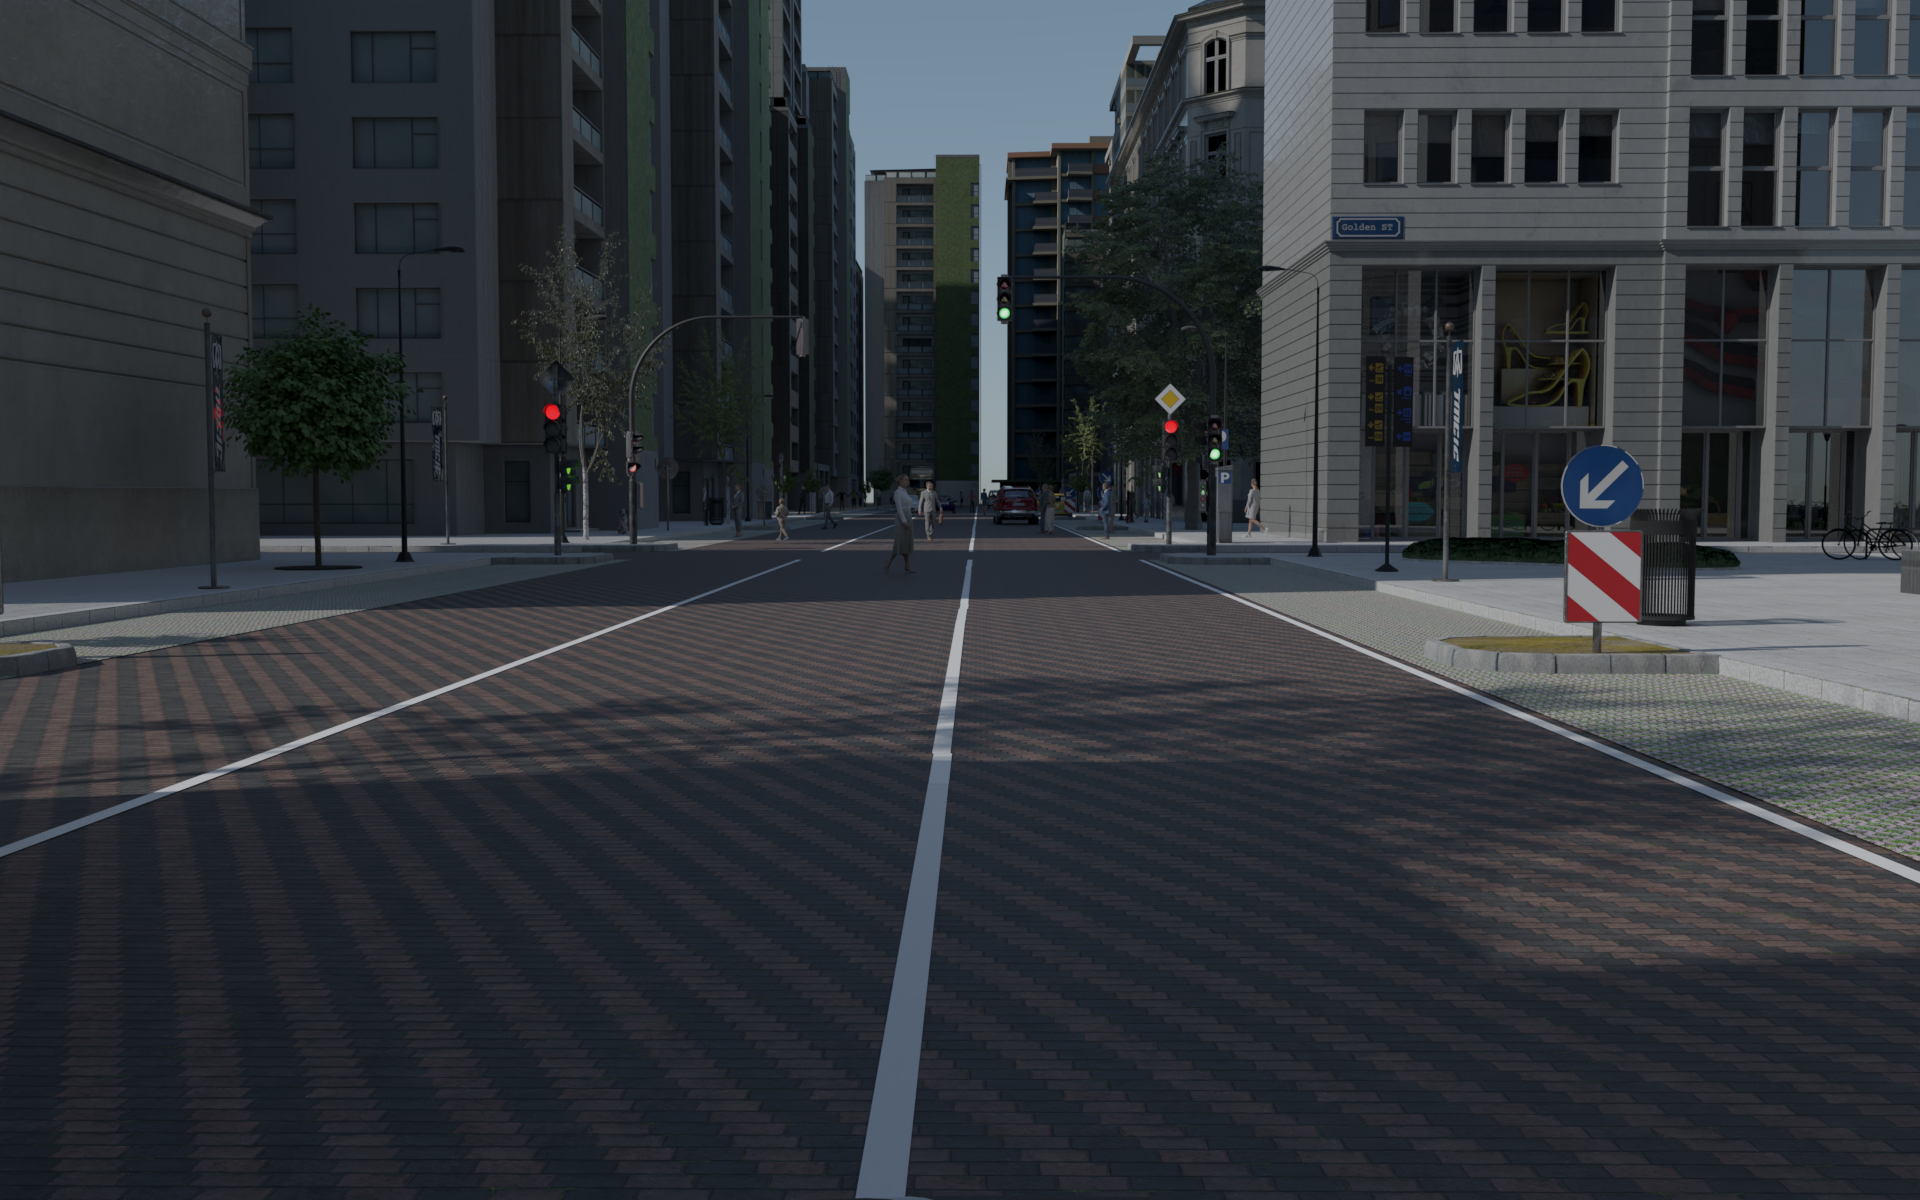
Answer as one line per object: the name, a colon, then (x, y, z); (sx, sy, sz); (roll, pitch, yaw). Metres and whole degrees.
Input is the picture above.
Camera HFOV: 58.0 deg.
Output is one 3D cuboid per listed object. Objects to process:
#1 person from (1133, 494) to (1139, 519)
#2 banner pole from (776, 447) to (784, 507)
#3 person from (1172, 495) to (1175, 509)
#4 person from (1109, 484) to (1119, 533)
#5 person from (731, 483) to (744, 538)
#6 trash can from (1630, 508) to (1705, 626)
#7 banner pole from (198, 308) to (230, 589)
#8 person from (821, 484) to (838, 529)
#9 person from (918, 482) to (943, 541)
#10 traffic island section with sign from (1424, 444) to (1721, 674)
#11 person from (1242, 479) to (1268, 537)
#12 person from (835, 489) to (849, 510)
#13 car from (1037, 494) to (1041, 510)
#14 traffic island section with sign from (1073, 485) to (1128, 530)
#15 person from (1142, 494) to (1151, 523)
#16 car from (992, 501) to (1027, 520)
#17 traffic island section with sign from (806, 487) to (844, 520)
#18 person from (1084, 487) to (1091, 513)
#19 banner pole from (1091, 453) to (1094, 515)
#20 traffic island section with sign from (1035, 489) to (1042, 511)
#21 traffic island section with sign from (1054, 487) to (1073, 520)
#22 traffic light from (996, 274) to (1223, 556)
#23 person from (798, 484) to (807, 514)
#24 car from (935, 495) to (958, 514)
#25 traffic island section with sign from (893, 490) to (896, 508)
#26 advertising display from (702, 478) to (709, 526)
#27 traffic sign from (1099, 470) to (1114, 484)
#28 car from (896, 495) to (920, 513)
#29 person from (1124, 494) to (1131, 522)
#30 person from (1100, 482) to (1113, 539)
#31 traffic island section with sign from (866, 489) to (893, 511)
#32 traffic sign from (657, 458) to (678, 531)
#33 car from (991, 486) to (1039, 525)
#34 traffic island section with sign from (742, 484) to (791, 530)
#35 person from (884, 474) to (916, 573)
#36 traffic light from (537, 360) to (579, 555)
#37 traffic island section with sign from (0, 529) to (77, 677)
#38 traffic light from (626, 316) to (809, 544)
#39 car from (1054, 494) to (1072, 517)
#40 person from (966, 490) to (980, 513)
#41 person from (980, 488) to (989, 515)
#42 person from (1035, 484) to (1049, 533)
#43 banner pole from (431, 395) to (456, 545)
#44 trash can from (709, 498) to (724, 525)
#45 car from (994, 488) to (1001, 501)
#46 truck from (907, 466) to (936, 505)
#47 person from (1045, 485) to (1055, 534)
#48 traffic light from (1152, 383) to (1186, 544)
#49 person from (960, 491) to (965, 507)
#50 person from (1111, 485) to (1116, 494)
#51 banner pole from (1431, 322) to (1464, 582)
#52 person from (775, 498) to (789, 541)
person: (8.954, -4.846, 89.543); (0.640, 1.303, 0.475); (1, 4, 18)
banner pole: (-9.568, -6.235, 91.953); (0.401, 3.779, 0.863); (2, 4, 29)
person: (9.087, -4.086, 75.450); (0.523, 1.515, 0.503); (0, 4, -4)
person: (5.583, -3.318, 63.089); (0.374, 1.781, 0.599); (2, 4, 29)
person: (-7.377, -2.950, 57.012); (0.520, 1.790, 0.573); (2, 4, 24)
trash can: (6.883, -0.325, 16.970); (0.748, 1.137, 0.748); (0, 3, 0)
banner pole: (-10.160, -2.057, 23.643); (0.401, 3.779, 0.863); (0, 4, -6)
person: (-5.396, -3.826, 71.150); (0.850, 1.850, 0.679); (-2, 4, -34)
person: (-0.906, -2.728, 53.227); (0.709, 1.813, 0.853); (-2, 4, -28)
traffic island section with sign: (5.044, -0.368, 14.642); (1.989, 1.847, 2.006); (0, 4, 1)
person: (8.724, -2.713, 51.153); (0.760, 1.731, 0.466); (1, 4, 11)
person: (-9.323, -7.930, 136.516); (1.217, 1.723, 0.721); (1, 4, 9)
car: (6.224, -7.945, 140.122); (2.015, 1.641, 3.980); (0, 4, 0)
traffic island section with sign: (5.628, -3.682, 68.822); (1.989, 1.847, 2.006); (0, 4, 1)
person: (8.423, -4.145, 78.095); (0.425, 1.301, 0.394); (1, 4, 11)
car: (2.848, -5.243, 97.730); (2.014, 1.417, 4.499); (0, 4, -1)
traffic island section with sign: (-7.485, -5.350, 96.095); (1.989, 1.847, 2.006); (0, 4, 1)
person: (8.762, -6.924, 119.474); (0.478, 1.798, 0.641); (2, 4, 29)
banner pole: (7.955, -6.995, 104.382); (0.401, 3.779, 0.863); (1, 4, 13)
traffic island section with sign: (6.483, -8.403, 146.021); (1.989, 1.847, 2.006); (0, 4, 1)
traffic island section with sign: (5.938, -5.350, 96.102); (1.989, 1.847, 2.006); (0, 4, 1)
traffic light: (3.138, -3.752, 36.008); (4.771, 5.953, 1.251); (0, 4, 1)
person: (-9.953, -6.359, 109.366); (0.648, 1.900, 0.474); (2, 4, 29)
car: (-1.154, -6.989, 126.856); (1.945, 1.354, 3.894); (0, 4, 1)
traffic island section with sign: (-6.634, -10.091, 173.609); (1.989, 1.847, 2.006); (0, 4, 1)
advertising display: (-10.288, -3.970, 70.128); (0.123, 1.923, 0.974); (-1, 4, -17)
traffic sign: (7.852, -5.679, 92.951); (0.768, 2.556, 0.104); (0, 4, 4)
car: (-3.971, -7.452, 134.196); (2.083, 1.381, 4.827); (0, 4, 0)
person: (7.834, -4.255, 79.880); (0.640, 1.303, 0.475); (3, 4, 38)
person: (4.600, -2.798, 54.434); (0.419, 1.800, 0.721); (1, 4, 8)
traffic island section with sign: (-6.923, -8.437, 146.573); (1.989, 1.847, 2.006); (0, 4, 1)
traffic sign: (-10.195, -3.687, 60.384); (0.768, 2.556, 0.104); (0, 4, 5)
car: (2.657, -4.542, 82.942); (2.281, 1.827, 5.304); (0, 4, -1)
traffic island section with sign: (-7.786, -3.693, 69.005); (1.989, 1.847, 2.006); (0, 4, 1)
person: (-1.097, -1.392, 31.493); (0.641, 1.798, 0.478); (2, 4, 30)
traffic light: (-8.430, -2.895, 36.260); (0.839, 4.253, 0.868); (0, 4, 1)
traffic island section with sign: (-8.388, -0.328, 13.996); (1.989, 1.847, 2.006); (0, 4, 1)
traffic light: (-6.249, -4.256, 44.257); (4.771, 5.953, 1.251); (0, 4, 1)
car: (5.782, -5.665, 102.846); (2.015, 1.641, 3.980); (0, 4, 2)
person: (0.980, -7.536, 132.429); (1.217, 1.743, 0.721); (-2, 4, -28)
person: (1.659, -6.795, 119.626); (0.581, 1.822, 0.654); (1, 4, 17)
person: (3.033, -3.358, 63.576); (0.590, 1.801, 0.661); (1, 4, 11)
banner pole: (-13.092, -3.285, 43.730); (0.401, 3.779, 0.863); (1, 4, 17)
trash can: (-10.045, -3.655, 71.417); (0.748, 1.137, 0.748); (0, 3, 0)
car: (3.321, -6.637, 117.184); (2.281, 1.827, 5.304); (0, 4, 2)
truck: (-3.810, -11.343, 174.373); (2.839, 4.237, 11.283); (0, 4, 0)
person: (3.204, -3.242, 62.053); (0.362, 1.759, 0.519); (2, 4, 26)
traffic light: (5.318, -3.376, 44.111); (0.839, 4.253, 0.868); (0, 4, 1)
person: (0.251, -11.112, 190.962); (0.721, 1.735, 1.217); (-2, 4, -25)
person: (8.503, -5.638, 98.245); (0.660, 1.820, 0.620); (1, 4, 12)
banner pole: (7.141, -2.146, 25.107); (0.401, 3.779, 0.863); (0, 4, -2)
person: (-5.477, -2.477, 53.275); (0.640, 1.303, 0.475); (3, 5, 39)
